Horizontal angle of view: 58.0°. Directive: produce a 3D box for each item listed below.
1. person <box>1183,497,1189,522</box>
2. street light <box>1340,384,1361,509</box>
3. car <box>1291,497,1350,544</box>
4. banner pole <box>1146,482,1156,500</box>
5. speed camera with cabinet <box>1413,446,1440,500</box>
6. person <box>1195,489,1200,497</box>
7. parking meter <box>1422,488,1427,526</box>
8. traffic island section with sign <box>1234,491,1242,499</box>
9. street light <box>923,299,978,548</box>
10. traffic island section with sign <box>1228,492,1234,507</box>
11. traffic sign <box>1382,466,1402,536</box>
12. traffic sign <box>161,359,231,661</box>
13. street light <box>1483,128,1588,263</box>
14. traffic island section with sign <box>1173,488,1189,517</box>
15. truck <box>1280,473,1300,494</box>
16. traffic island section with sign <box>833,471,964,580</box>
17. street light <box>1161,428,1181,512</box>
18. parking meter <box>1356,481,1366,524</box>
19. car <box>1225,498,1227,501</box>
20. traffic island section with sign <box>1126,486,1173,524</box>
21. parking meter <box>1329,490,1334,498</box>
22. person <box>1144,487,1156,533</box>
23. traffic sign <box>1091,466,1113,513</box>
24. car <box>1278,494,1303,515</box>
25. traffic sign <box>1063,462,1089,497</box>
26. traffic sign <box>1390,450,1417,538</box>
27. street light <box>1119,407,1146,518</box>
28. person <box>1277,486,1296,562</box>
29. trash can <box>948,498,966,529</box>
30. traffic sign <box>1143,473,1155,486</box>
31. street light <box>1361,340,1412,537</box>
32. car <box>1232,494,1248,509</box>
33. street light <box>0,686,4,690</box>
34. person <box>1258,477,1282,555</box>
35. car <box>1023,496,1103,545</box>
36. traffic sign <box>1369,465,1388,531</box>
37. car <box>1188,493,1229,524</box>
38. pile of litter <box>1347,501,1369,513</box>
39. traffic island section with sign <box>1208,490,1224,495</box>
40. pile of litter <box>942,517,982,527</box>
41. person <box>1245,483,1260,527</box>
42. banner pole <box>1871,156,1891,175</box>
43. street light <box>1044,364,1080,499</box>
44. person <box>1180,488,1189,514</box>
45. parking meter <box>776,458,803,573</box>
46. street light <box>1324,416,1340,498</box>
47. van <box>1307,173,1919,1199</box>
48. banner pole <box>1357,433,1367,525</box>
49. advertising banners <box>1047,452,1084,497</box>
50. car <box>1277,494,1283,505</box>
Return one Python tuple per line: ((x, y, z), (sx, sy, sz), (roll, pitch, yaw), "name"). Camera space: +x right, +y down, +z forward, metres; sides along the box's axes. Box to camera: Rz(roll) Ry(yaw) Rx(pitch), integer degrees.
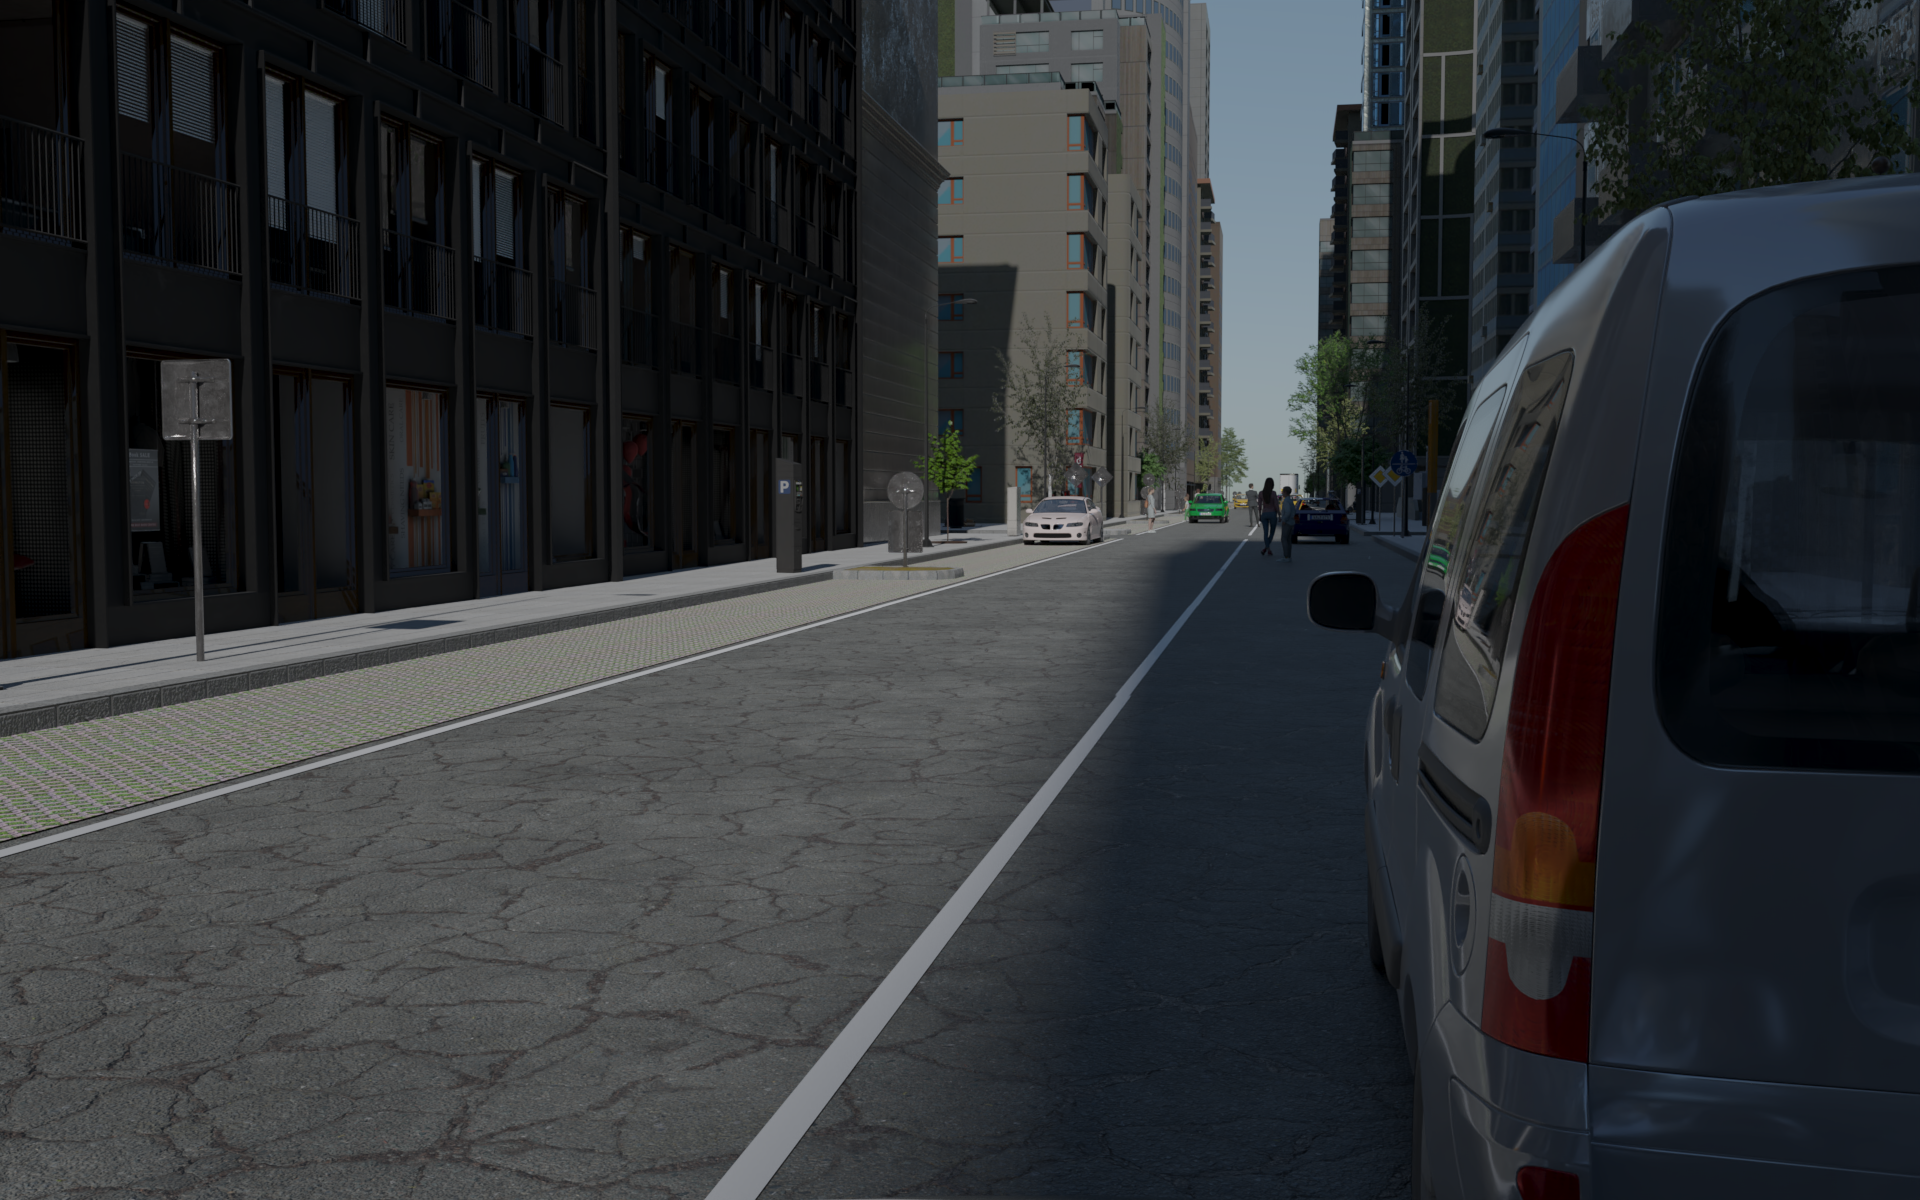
((11.862, -4.743, 90.297), (0.590, 1.304, 0.306), (-1, 4, -14), "person")
((16.954, -6.166, 73.352), (1.470, 5.913, 1.316), (1, 4, 10), "street light")
((10.524, -2.354, 51.066), (1.945, 1.354, 3.894), (1, 4, 9), "car")
((13.555, -8.156, 123.365), (0.863, 3.779, 0.401), (0, 3, 0), "banner pole")
((19.727, -4.724, 71.576), (2.038, 3.252, 0.660), (-2, 4, -24), "speed camera with cabinet")
((14.836, -6.023, 107.538), (0.480, 1.755, 0.524), (1, 4, 18), "person")
((18.736, -3.735, 69.477), (0.372, 1.533, 0.369), (0, 3, 0), "parking meter")
((38.353, -14.224, 241.181), (1.989, 1.847, 2.006), (1, 4, 10), "traffic island section with sign")
((-0.275, -4.215, 41.462), (1.470, 5.913, 1.316), (1, 4, 10), "street light")
((28.223, -10.889, 186.666), (1.989, 1.847, 2.006), (1, 4, 10), "traffic island section with sign")
((13.153, -2.983, 52.412), (0.795, 2.450, 0.064), (1, 4, 10), "traffic sign")
((-5.823, -0.678, 13.217), (0.606, 2.300, 0.079), (1, 4, 15), "traffic sign")
((7.338, -3.028, 22.054), (1.470, 5.913, 1.316), (1, 4, 10), "street light")
((14.103, -6.247, 110.770), (1.989, 1.847, 2.006), (1, 4, 10), "traffic island section with sign")
((45.834, -15.419, 241.017), (2.839, 4.237, 11.283), (1, 4, 12), "truck")
((-0.991, -1.284, 29.620), (1.989, 1.847, 2.006), (1, 4, 10), "traffic island section with sign")
((14.858, -9.153, 122.199), (1.470, 5.913, 1.316), (1, 4, 10), "street light")
((17.338, -4.233, 74.925), (0.255, 1.863, 0.399), (-2, 4, -31), "parking meter")
((24.374, -9.482, 164.813), (2.009, 1.686, 4.222), (1, 4, 11), "car")
((9.134, -4.612, 84.039), (1.989, 1.847, 2.006), (1, 4, 10), "traffic island section with sign")
((25.355, -6.719, 118.274), (0.372, 1.533, 0.369), (0, 3, 0), "parking meter")
((7.092, -3.350, 64.282), (0.522, 1.701, 0.512), (-1, 4, -10), "person")
((5.084, -3.572, 62.048), (0.795, 2.450, 0.064), (1, 4, 10), "traffic sign")
((22.412, -6.512, 116.702), (2.015, 1.641, 3.980), (1, 4, 9), "car")
((3.625, -3.092, 54.197), (0.795, 2.450, 0.064), (1, 4, 10), "traffic sign")
((12.858, -3.066, 50.228), (0.768, 2.556, 0.104), (1, 4, 17), "traffic sign")
((9.163, -7.317, 92.182), (1.470, 5.913, 1.316), (1, 4, 10), "street light")
((6.928, -1.614, 36.692), (0.330, 1.601, 0.589), (2, 4, 34), "person")
((-0.149, -3.234, 64.537), (0.748, 1.137, 0.748), (0, 3, 0), "trash can")
((11.580, -6.492, 106.257), (0.768, 2.556, 0.104), (1, 4, 19), "traffic sign")
((12.950, -4.877, 52.281), (1.470, 5.913, 1.316), (1, 4, 10), "street light")
((27.010, -9.486, 165.327), (2.015, 1.641, 3.980), (1, 4, 9), "car")
((-5.916, -2.354, 11.034), (1.470, 5.913, 1.316), (1, 4, 10), "street light")
((7.242, -1.955, 40.473), (0.555, 1.821, 0.388), (1, 4, 16), "person")
((3.005, -2.285, 49.728), (2.083, 1.381, 4.827), (1, 4, 12), "car")
((14.612, -3.463, 60.263), (0.795, 2.450, 0.064), (1, 4, 10), "traffic sign")
((12.339, -4.710, 85.807), (1.959, 1.807, 4.718), (1, 4, 12), "car")
((27.294, -6.430, 119.103), (1.719, 0.858, 1.176), (1, 4, 17), "pile of litter")
((23.245, -9.252, 159.898), (1.989, 1.847, 2.006), (1, 4, 10), "traffic island section with sign")
((0.093, -3.294, 67.821), (1.719, 0.858, 1.176), (-1, 4, -12), "pile of litter")
((12.723, -4.122, 75.254), (0.648, 1.900, 0.474), (1, 4, 12), "person")
((6.831, -1.417, 13.178), (0.401, 3.779, 0.863), (0, 4, 1), "banner pole")
((3.600, -5.480, 62.140), (1.470, 5.913, 1.316), (1, 4, 10), "street light")
((15.345, -6.732, 118.532), (0.822, 1.834, 0.622), (0, 4, 0), "person")
((-2.773, -1.373, 28.168), (0.399, 1.863, 0.255), (2, 4, 27), "parking meter")
((22.430, -8.004, 103.409), (1.470, 5.913, 1.316), (1, 4, 10), "street light")
((1.792, 0.194, 3.848), (2.013, 2.044, 4.112), (1, 4, 12), "van")
((16.704, -5.007, 71.879), (0.401, 3.779, 0.863), (1, 4, 9), "banner pole")
((4.432, -4.708, 73.163), (2.074, 3.025, 0.090), (3, 5, 43), "advertising banners")
((26.955, -8.198, 143.823), (2.009, 1.686, 4.222), (1, 4, 11), "car")
